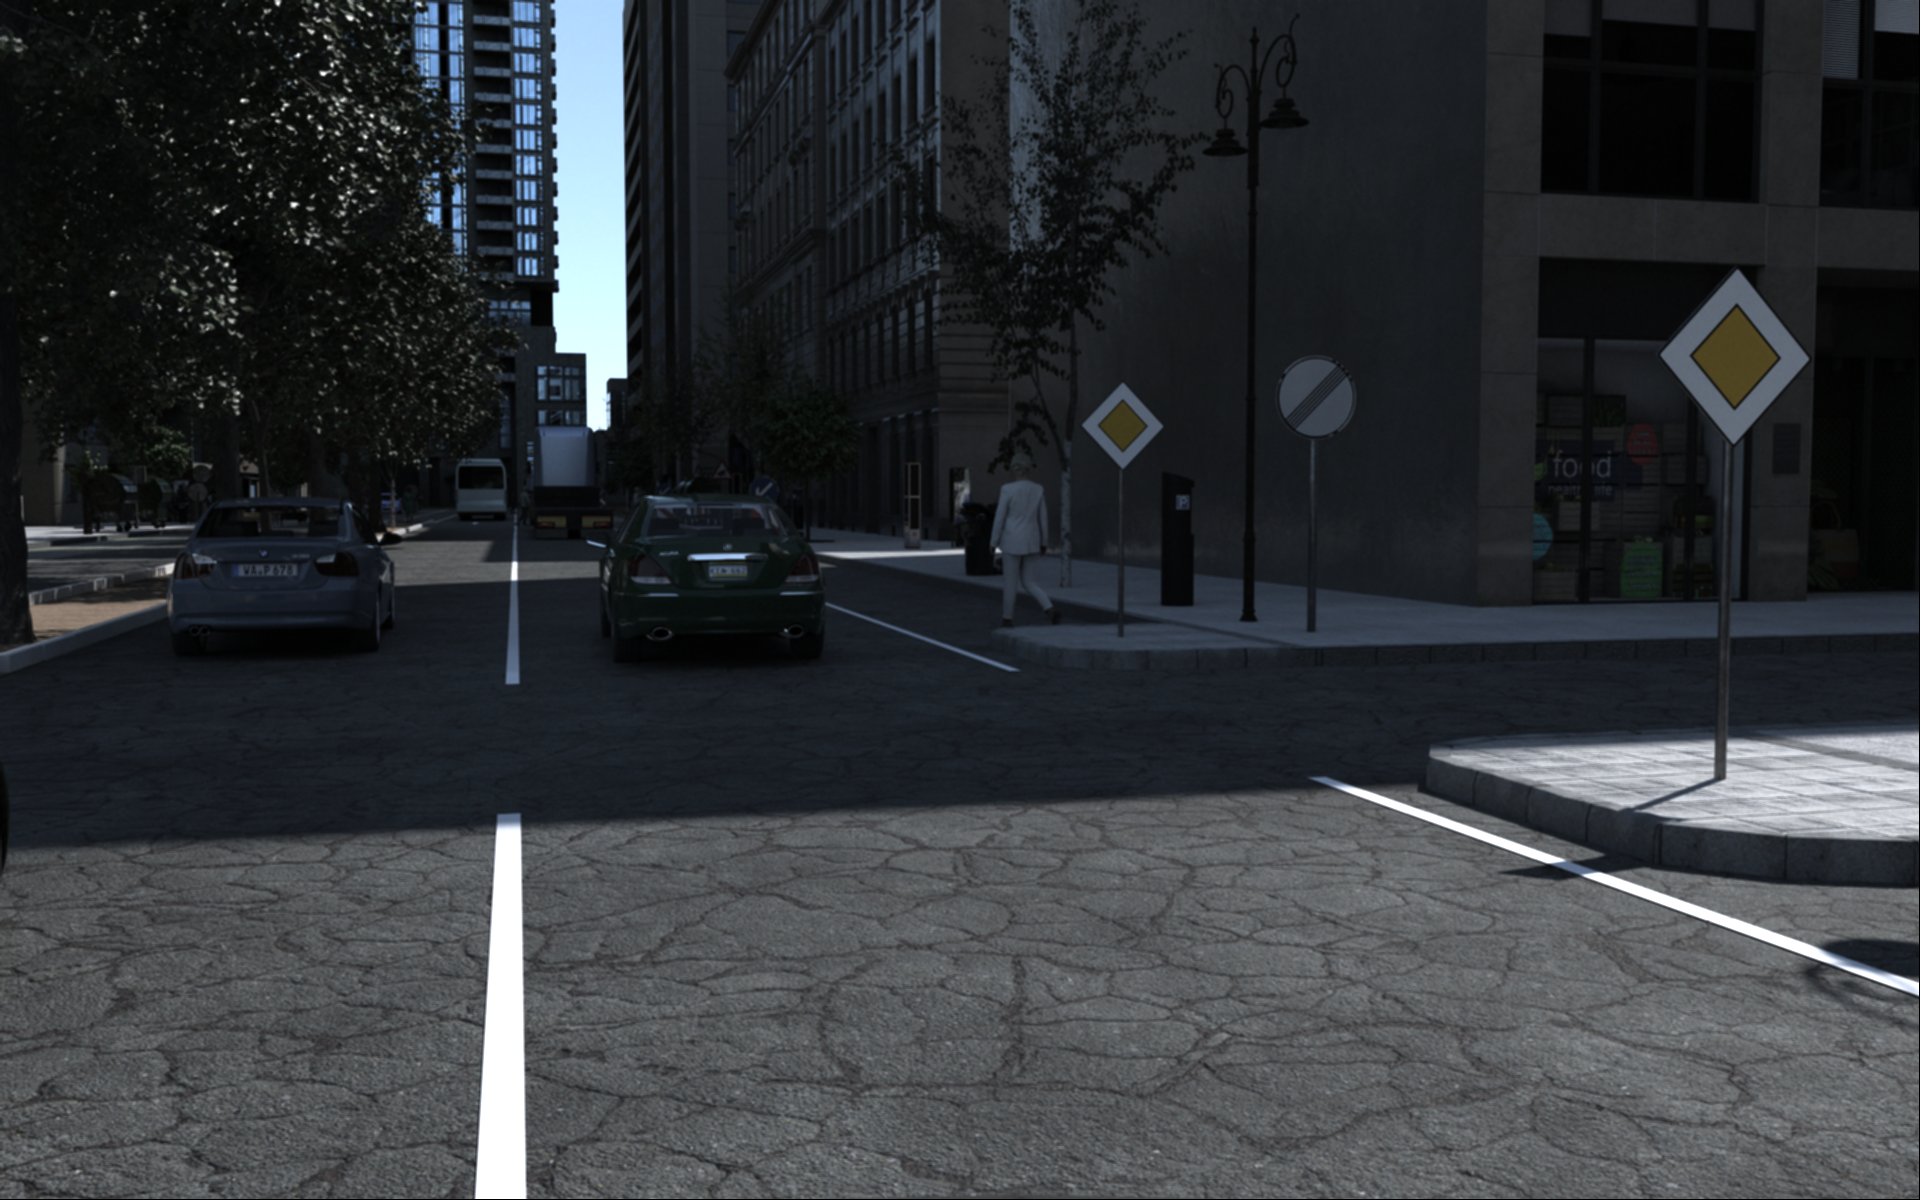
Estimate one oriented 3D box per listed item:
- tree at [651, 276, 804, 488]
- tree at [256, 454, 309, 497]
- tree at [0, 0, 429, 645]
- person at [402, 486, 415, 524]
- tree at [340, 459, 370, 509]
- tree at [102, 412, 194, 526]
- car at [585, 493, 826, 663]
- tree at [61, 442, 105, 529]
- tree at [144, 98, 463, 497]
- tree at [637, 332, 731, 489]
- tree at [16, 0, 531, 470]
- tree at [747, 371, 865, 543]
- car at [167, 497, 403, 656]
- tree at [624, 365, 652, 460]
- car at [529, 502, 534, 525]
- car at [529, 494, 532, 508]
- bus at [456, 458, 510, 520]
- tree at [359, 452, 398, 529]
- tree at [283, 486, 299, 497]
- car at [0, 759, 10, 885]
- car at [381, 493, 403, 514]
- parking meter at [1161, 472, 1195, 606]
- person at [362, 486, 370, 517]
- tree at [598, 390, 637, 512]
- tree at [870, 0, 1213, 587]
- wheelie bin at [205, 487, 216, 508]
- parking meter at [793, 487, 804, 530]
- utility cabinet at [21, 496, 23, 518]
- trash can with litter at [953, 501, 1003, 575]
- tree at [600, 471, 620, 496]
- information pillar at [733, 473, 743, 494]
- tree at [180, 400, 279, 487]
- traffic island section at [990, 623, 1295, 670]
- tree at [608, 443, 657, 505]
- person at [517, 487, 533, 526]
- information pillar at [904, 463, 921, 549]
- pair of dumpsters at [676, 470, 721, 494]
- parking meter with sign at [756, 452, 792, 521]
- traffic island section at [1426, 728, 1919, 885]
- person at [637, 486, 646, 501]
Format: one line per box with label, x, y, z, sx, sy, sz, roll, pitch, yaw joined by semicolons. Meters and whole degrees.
tree;-6.906;-6.564;57.687;4.737;8.622;4.395;0;3;0
tree;-41.052;-7.450;105.525;4.285;4.588;4.351;0;3;0
tree;-9.302;-6.556;16.295;9.857;13.997;8.962;0;3;0
person;-26.376;-4.534;82.880;0.600;1.795;0.529;-2;4;-28
tree;-52.368;-10.226;150.915;4.285;4.588;4.351;0;3;0
tree;-32.750;-5.275;69.965;4.285;4.588;4.351;0;3;0
car;-2.421;-0.276;16.315;2.131;1.459;4.920;-1;4;-13
tree;-32.402;-4.268;64.383;1.663;3.219;1.824;0;3;0
tree;-14.524;-6.077;36.232;8.767;10.594;7.601;-1;4;-14
tree;-12.372;-7.824;78.292;4.360;8.622;3.978;0;3;0
tree;-11.893;-6.630;27.870;9.611;12.733;9.660;0;3;0
tree;-4.089;-3.838;46.473;4.285;4.588;4.351;0;3;0
car;-6.471;-0.292;16.776;2.014;1.417;4.499;-1;4;-15
tree;-16.192;-8.776;93.847;4.737;8.622;4.395;0;3;0
car;-19.086;-4.209;80.617;2.131;1.459;4.920;-1;4;-14
car;-33.610;-7.659;137.225;2.014;1.417;4.499;-1;4;-14
bus;-26.771;-6.261;97.228;2.948;3.499;13.247;-1;4;-14
tree;-23.431;-7.247;71.302;4.360;8.622;3.978;0;3;0
tree;-43.482;-9.952;113.075;4.737;8.622;4.395;0;3;0
car;-3.465;0.372;3.703;2.009;1.686;4.222;-1;4;-13
car;-41.328;-7.078;125.314;1.945;1.707;3.694;-1;4;-15
parking meter;2.502;-0.703;19.908;0.372;1.533;0.369;0;3;0
person;-27.210;-4.341;79.442;0.573;1.828;0.580;1;4;14
tree;-23.526;-10.520;122.371;4.360;8.622;3.978;0;3;0
tree;1.228;-4.484;23.675;4.360;8.622;3.978;0;3;0
wheelie bin;-34.428;-4.397;79.799;0.693;1.594;0.980;-2;4;-26
parking meter;-5.844;-3.315;62.604;0.372;1.533;0.369;0;3;0
utility cabinet;-30.334;-2.680;54.979;1.020;1.237;0.306;-1;4;-18
trash can with litter;0.454;-0.987;27.530;1.055;1.170;0.624;-3;5;-42
tree;-29.559;-9.333;147.199;1.663;3.219;1.824;0;3;0
information pillar;-7.819;-3.457;61.019;0.304;2.012;0.304;0;4;6
tree;-37.321;-8.417;87.980;4.737;8.622;4.395;0;3;0
traffic island section;1.461;0.411;15.561;2.009;0.180;2.903;-1;4;-14
tree;-20.815;-7.768;110.727;4.285;4.588;4.351;0;3;0
person;-19.403;-4.181;77.339;0.782;1.767;0.515;3;5;42
information pillar;-1.120;-2.214;40.688;0.304;2.012;0.304;-2;4;-23
pair of dumpsters;-10.681;-4.203;71.213;1.574;2.255;4.437;-1;4;-14
parking meter with sign;-7.057;-4.268;66.049;0.543;3.016;1.738;2;4;28
traffic island section;3.444;0.884;7.825;2.009;0.180;2.903;-1;4;-14
person;-14.379;-4.248;78.060;0.767;1.812;0.694;1;4;21
